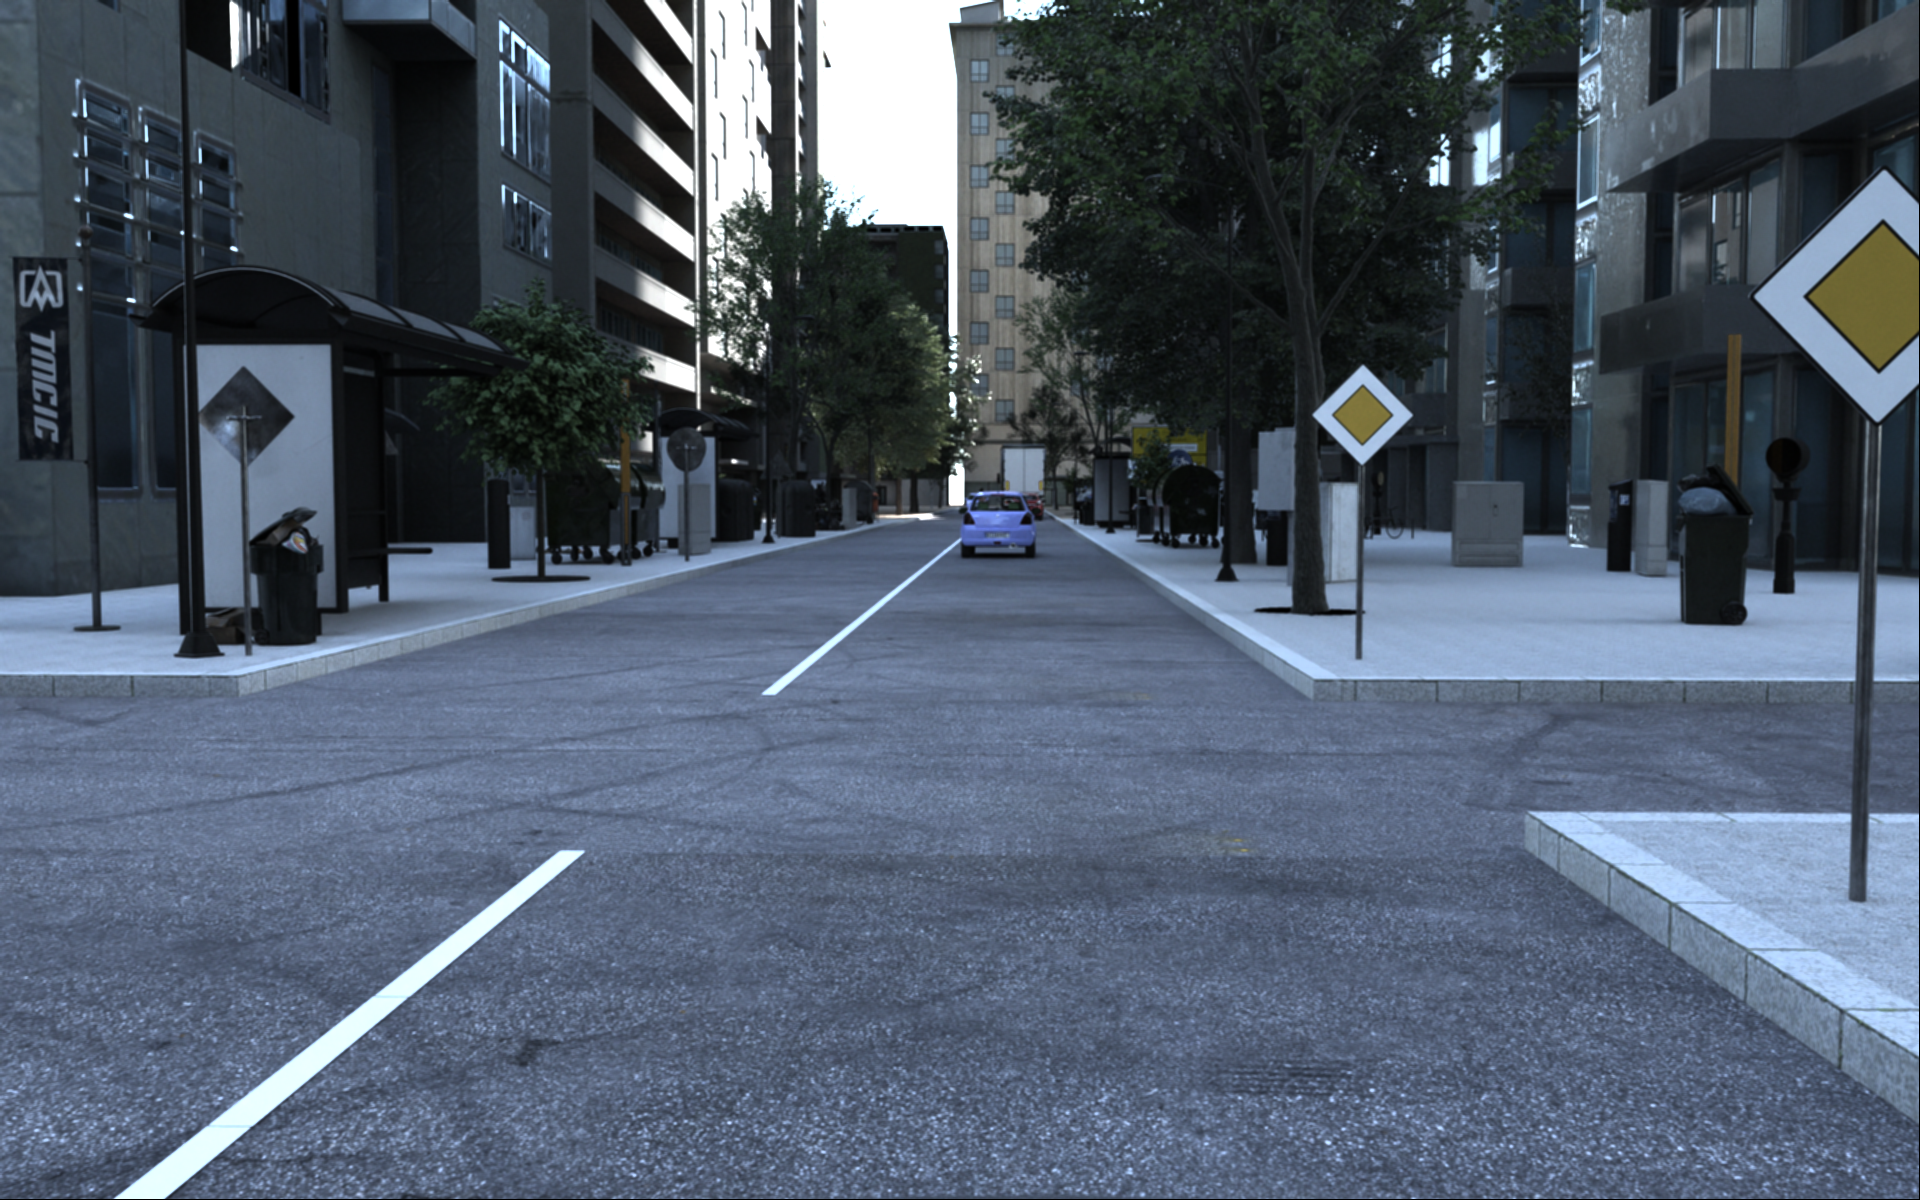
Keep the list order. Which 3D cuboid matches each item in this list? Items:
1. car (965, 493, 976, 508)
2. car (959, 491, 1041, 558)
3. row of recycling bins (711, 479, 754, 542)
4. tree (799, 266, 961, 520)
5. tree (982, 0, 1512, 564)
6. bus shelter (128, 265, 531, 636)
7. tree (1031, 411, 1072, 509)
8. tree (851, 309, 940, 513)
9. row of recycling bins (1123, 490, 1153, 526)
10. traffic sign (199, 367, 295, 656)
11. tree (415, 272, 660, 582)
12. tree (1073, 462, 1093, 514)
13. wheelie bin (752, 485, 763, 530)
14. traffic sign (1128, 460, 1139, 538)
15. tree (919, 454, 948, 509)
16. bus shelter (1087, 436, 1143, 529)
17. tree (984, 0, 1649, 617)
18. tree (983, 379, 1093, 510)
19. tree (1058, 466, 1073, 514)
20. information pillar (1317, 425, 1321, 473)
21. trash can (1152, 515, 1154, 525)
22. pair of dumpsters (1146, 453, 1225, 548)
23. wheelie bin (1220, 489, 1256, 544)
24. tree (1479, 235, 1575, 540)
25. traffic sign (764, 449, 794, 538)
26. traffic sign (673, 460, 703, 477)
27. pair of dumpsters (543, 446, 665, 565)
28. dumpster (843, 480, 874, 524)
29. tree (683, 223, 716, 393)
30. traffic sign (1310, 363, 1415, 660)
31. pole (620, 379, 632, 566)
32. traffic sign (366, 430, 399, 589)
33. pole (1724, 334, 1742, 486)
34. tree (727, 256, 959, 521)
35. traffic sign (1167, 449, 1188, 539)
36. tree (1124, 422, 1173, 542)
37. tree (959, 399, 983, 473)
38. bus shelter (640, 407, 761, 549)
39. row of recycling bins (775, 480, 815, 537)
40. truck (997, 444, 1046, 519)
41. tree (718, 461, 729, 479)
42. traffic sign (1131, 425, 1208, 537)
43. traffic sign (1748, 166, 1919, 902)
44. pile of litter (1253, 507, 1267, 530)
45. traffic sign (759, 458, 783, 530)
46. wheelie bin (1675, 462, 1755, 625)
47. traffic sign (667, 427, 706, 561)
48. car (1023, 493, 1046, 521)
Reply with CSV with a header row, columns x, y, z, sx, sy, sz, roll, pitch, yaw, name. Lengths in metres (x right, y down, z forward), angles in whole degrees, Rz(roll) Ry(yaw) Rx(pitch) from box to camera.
x,y,z,sx,sy,sz,roll,pitch,yaw,name
1.356,-7.883,138.481,1.945,1.707,3.694,0,4,0,car
0.921,-1.878,40.298,1.945,1.707,3.694,0,4,3,car
-6.298,-2.501,48.004,1.069,1.692,3.534,0,4,1,row of recycling bins
-4.753,-10.215,85.149,7.486,12.596,7.792,0,3,0,tree
5.261,-7.652,31.759,9.857,13.997,8.962,0,3,0,tree
-6.249,-1.479,18.106,2.014,3.302,5.546,0,4,2,bus shelter
7.903,-12.197,149.780,4.737,8.622,4.395,0,3,0,tree
-3.043,-12.960,118.558,9.857,13.997,8.962,0,3,0,tree
7.775,-3.947,71.642,1.069,1.692,3.534,3,4,38,row of recycling bins
-5.646,-0.615,13.691,0.795,2.450,0.064,0,4,2,traffic sign
-6.335,-2.573,25.784,4.285,4.588,4.351,0,3,0,tree
7.341,-5.908,91.201,1.663,3.219,1.824,0,3,0,tree
-7.390,-3.260,61.209,0.693,1.594,0.980,-3,5,-44,wheelie bin
5.234,-2.983,50.901,0.606,2.300,0.079,1,4,10,traffic sign
-2.540,-12.233,150.371,4.360,8.622,3.978,0,3,0,tree
5.772,-4.258,63.545,2.014,3.302,5.546,0,4,2,bus shelter
3.670,-5.667,18.412,9.928,11.665,9.643,0,3,0,tree
7.541,-12.563,139.822,7.601,10.594,8.767,2,4,32,tree
7.178,-7.014,109.284,1.663,3.219,1.824,0,3,0,tree
8.438,-3.076,41.641,0.504,3.616,0.183,-1,4,-17,information pillar
6.646,-2.943,59.771,0.748,1.137,0.748,0,3,0,trash can
5.568,-2.470,42.877,1.574,2.255,4.437,0,4,2,pair of dumpsters
6.960,-2.171,43.409,0.693,1.594,0.980,-2,4,-35,wheelie bin
16.904,-5.996,48.398,4.360,8.622,3.978,0,3,0,tree
-5.263,-3.076,50.301,0.884,2.594,0.081,0,4,6,traffic sign
-6.216,-2.406,39.441,0.768,2.556,0.104,1,4,10,traffic sign
-6.871,-1.894,33.453,1.574,2.255,4.437,0,4,2,pair of dumpsters
-4.357,-4.180,74.105,1.264,1.857,1.865,0,4,2,dumpster
-5.356,-7.955,55.816,9.928,11.665,9.643,0,3,0,tree
3.093,-0.596,13.384,0.795,2.450,0.064,0,4,2,traffic sign
-5.976,-2.267,30.907,0.158,3.312,0.155,0,3,0,pole
-7.998,-1.429,23.361,0.884,2.594,0.081,0,4,7,traffic sign
9.902,-1.736,22.234,0.158,3.312,0.155,0,3,0,pole
-5.195,-8.055,66.113,8.767,10.594,7.601,1,4,11,tree
6.248,-3.019,49.466,0.768,2.556,0.104,1,4,11,traffic sign
5.368,-3.184,46.656,1.663,3.219,1.824,0,3,0,tree
-1.700,-13.685,158.155,8.767,10.594,7.601,-2,4,-30,tree
-6.362,-3.010,43.134,2.014,3.302,5.546,0,4,2,bus shelter
-5.085,-2.800,52.893,1.069,1.692,3.534,-1,4,-12,row of recycling bins
3.672,-6.985,103.110,2.839,4.237,11.283,0,4,1,truck
-12.451,-5.667,87.257,1.663,3.219,1.824,0,3,0,tree
6.227,-3.524,51.490,2.265,3.308,0.079,1,4,9,traffic sign
2.830,-0.108,5.404,0.795,2.450,0.064,0,4,2,traffic sign
11.086,-2.968,62.486,1.176,0.858,1.719,0,4,7,pile of litter
-6.819,-3.825,62.549,0.884,2.594,0.081,0,4,7,traffic sign
7.453,-0.566,17.166,0.693,1.594,0.980,1,4,16,wheelie bin
-5.219,-2.015,33.049,0.768,2.556,0.104,0,4,5,traffic sign
3.620,-5.237,94.667,2.155,1.783,4.494,0,4,2,car
